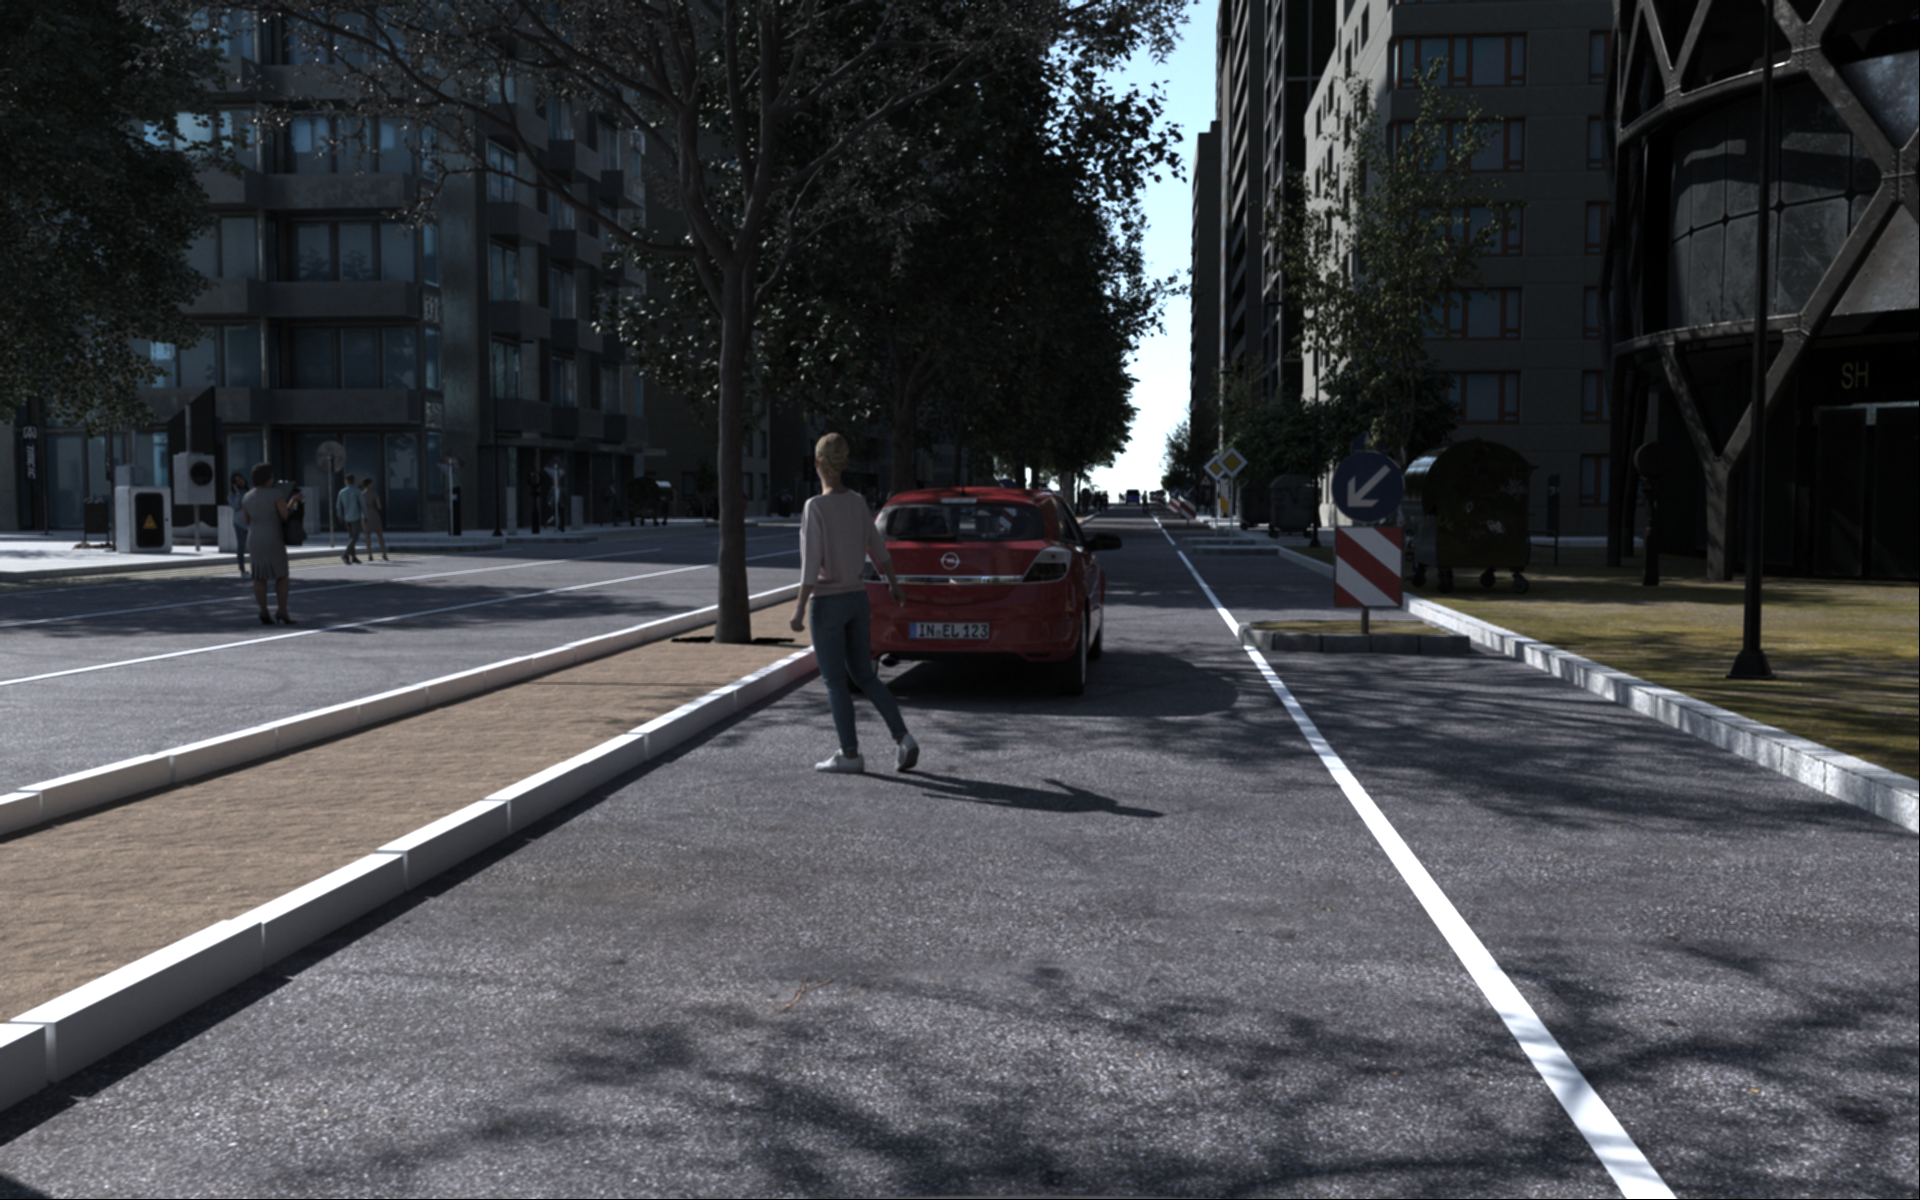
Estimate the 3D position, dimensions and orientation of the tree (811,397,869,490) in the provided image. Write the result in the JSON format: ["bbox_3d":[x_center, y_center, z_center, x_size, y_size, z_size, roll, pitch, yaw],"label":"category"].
[{"bbox_3d":[-7.769,-10.052,114.718,4.737,8.622,4.395,0,3,0],"label":"tree"}]

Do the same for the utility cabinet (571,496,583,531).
[{"bbox_3d":[-13.454,-3.042,60.895,0.306,1.237,1.020,0,4,-5],"label":"utility cabinet"}]

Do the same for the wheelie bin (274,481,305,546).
[{"bbox_3d":[-16.743,-2.149,43.049,0.980,1.594,0.693,1,4,22],"label":"wheelie bin"}]

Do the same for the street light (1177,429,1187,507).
[{"bbox_3d":[16.452,-9.242,123.649,1.470,5.913,1.316,0,4,6],"label":"street light"}]

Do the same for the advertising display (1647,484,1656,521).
[{"bbox_3d":[16.018,-2.087,39.341,0.123,1.923,0.974,-1,4,-20],"label":"advertising display"}]

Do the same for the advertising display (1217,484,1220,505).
[{"bbox_3d":[16.606,-6.480,111.157,0.123,1.923,0.974,0,4,4],"label":"advertising display"}]

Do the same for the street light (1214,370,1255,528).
[{"bbox_3d":[10.402,-5.649,64.901,1.470,5.913,1.316,0,4,6],"label":"street light"}]

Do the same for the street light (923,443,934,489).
[{"bbox_3d":[-2.774,-11.326,157.714,1.470,5.913,1.316,0,4,6],"label":"street light"}]

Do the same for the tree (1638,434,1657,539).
[{"bbox_3d":[20.051,-3.346,49.301,1.663,3.219,1.824,0,3,0],"label":"tree"}]

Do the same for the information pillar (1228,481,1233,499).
[{"bbox_3d":[15.566,-5.831,99.823,0.304,2.012,0.304,0,4,0],"label":"information pillar"}]

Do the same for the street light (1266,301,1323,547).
[{"bbox_3d":[8.039,-4.231,41.711,1.470,5.913,1.316,0,4,6],"label":"street light"}]

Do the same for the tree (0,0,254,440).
[{"bbox_3d":[-16.660,-7.450,28.466,9.857,13.997,8.962,0,3,0],"label":"tree"}]

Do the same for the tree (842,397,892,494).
[{"bbox_3d":[-6.880,-10.521,122.378,4.360,8.622,3.978,0,3,0],"label":"tree"}]

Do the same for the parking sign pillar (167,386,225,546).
[{"bbox_3d":[-19.182,-3.365,43.497,1.447,3.967,1.447,1,4,13],"label":"parking sign pillar"}]

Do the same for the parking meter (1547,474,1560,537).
[{"bbox_3d":[17.616,-2.795,51.416,0.255,1.863,0.399,3,4,37],"label":"parking meter"}]

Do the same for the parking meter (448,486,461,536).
[{"bbox_3d":[-15.585,-2.752,53.407,0.372,1.533,0.369,0,3,0],"label":"parking meter"}]

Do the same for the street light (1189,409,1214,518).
[{"bbox_3d":[13.323,-7.455,94.429,1.470,5.913,1.316,0,4,6],"label":"street light"}]

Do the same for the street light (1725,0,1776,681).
[{"bbox_3d":[4.979,-2.411,11.962,1.470,5.913,1.316,0,4,6],"label":"street light"}]

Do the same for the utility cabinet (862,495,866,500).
[{"bbox_3d":[-6.985,-7.024,126.008,0.306,1.237,1.020,0,4,-7],"label":"utility cabinet"}]

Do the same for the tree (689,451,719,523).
[{"bbox_3d":[-11.430,-5.098,77.951,1.663,3.219,1.824,0,3,0],"label":"tree"}]

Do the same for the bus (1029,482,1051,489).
[{"bbox_3d":[11.887,-15.930,255.316,2.948,3.499,13.247,0,4,5],"label":"bus"}]

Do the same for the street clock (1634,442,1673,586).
[{"bbox_3d":[9.683,-1.203,24.239,0.471,2.002,0.358,1,4,9],"label":"street clock"}]

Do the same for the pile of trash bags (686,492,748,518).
[{"bbox_3d":[-13.289,-5.182,94.486,3.447,1.369,1.912,0,4,-3],"label":"pile of trash bags"}]

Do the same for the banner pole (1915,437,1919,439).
[{"bbox_3d":[5.606,-1.177,9.266,0.863,3.779,0.401,3,4,38],"label":"banner pole"}]

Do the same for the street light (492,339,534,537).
[{"bbox_3d":[-13.464,-4.871,52.184,1.470,5.913,1.316,0,4,6],"label":"street light"}]

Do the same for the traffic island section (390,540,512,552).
[{"bbox_3d":[-12.925,-1.327,43.979,2.009,0.180,2.903,0,4,6],"label":"traffic island section"}]

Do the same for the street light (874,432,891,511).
[{"bbox_3d":[-5.745,-9.507,127.985,1.470,5.913,1.316,0,4,6],"label":"street light"}]

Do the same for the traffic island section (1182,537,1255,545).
[{"bbox_3d":[7.427,-1.691,49.927,2.009,0.180,2.903,0,4,6],"label":"traffic island section"}]

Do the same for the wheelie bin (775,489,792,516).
[{"bbox_3d":[-10.259,-5.668,100.580,0.980,1.594,0.693,-1,4,-22],"label":"wheelie bin"}]

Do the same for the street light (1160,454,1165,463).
[{"bbox_3d":[24.280,-13.948,200.588,1.470,5.913,1.316,0,4,6],"label":"street light"}]

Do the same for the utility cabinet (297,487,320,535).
[{"bbox_3d":[-20.651,-2.789,54.284,1.173,1.500,0.318,1,4,20],"label":"utility cabinet"}]

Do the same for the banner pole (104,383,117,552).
[{"bbox_3d":[-18.825,-2.956,38.340,0.401,3.779,0.863,-1,4,-15],"label":"banner pole"}]

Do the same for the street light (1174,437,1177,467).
[{"bbox_3d":[18.250,-10.359,141.909,1.470,5.913,1.316,0,4,6],"label":"street light"}]

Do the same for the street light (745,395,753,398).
[{"bbox_3d":[-10.398,-6.659,81.410,1.470,5.913,1.316,0,4,6],"label":"street light"}]

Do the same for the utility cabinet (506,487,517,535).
[{"bbox_3d":[-14.045,-2.791,54.308,0.318,1.500,1.173,-1,4,-15],"label":"utility cabinet"}]

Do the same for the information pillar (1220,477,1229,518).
[{"bbox_3d":[14.085,-6.172,92.270,0.504,3.616,0.183,3,4,38],"label":"information pillar"}]

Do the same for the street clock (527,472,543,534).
[{"bbox_3d":[-13.736,-3.146,56.014,0.471,2.002,0.358,1,4,14],"label":"street clock"}]

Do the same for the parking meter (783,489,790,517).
[{"bbox_3d":[-9.547,-5.299,95.042,0.372,1.533,0.369,0,3,0],"label":"parking meter"}]

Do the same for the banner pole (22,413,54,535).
[{"bbox_3d":[-28.676,-3.901,53.797,0.863,3.779,0.401,0,4,-7],"label":"banner pole"}]

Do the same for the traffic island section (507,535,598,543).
[{"bbox_3d":[-12.112,-1.813,51.923,2.009,0.180,2.903,0,4,6],"label":"traffic island section"}]

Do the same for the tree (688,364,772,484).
[{"bbox_3d":[-11.619,-8.487,89.118,4.737,8.622,4.395,0,3,0],"label":"tree"}]

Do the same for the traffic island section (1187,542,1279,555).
[{"bbox_3d":[6.614,-1.205,41.983,2.009,0.180,2.903,0,4,6],"label":"traffic island section"}]

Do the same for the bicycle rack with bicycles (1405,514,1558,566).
[{"bbox_3d":[9.595,-1.113,31.587,2.852,0.926,2.925,0,4,-2],"label":"bicycle rack with bicycles"}]

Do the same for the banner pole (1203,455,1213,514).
[{"bbox_3d":[15.877,-7.373,110.561,0.863,3.779,0.401,2,4,32],"label":"banner pole"}]

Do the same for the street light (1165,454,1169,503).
[{"bbox_3d":[21.292,-12.147,171.138,1.470,5.913,1.316,0,4,6],"label":"street light"}]

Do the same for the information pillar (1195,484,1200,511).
[{"bbox_3d":[17.115,-7.362,124.867,0.304,2.012,0.304,2,4,30],"label":"information pillar"}]
